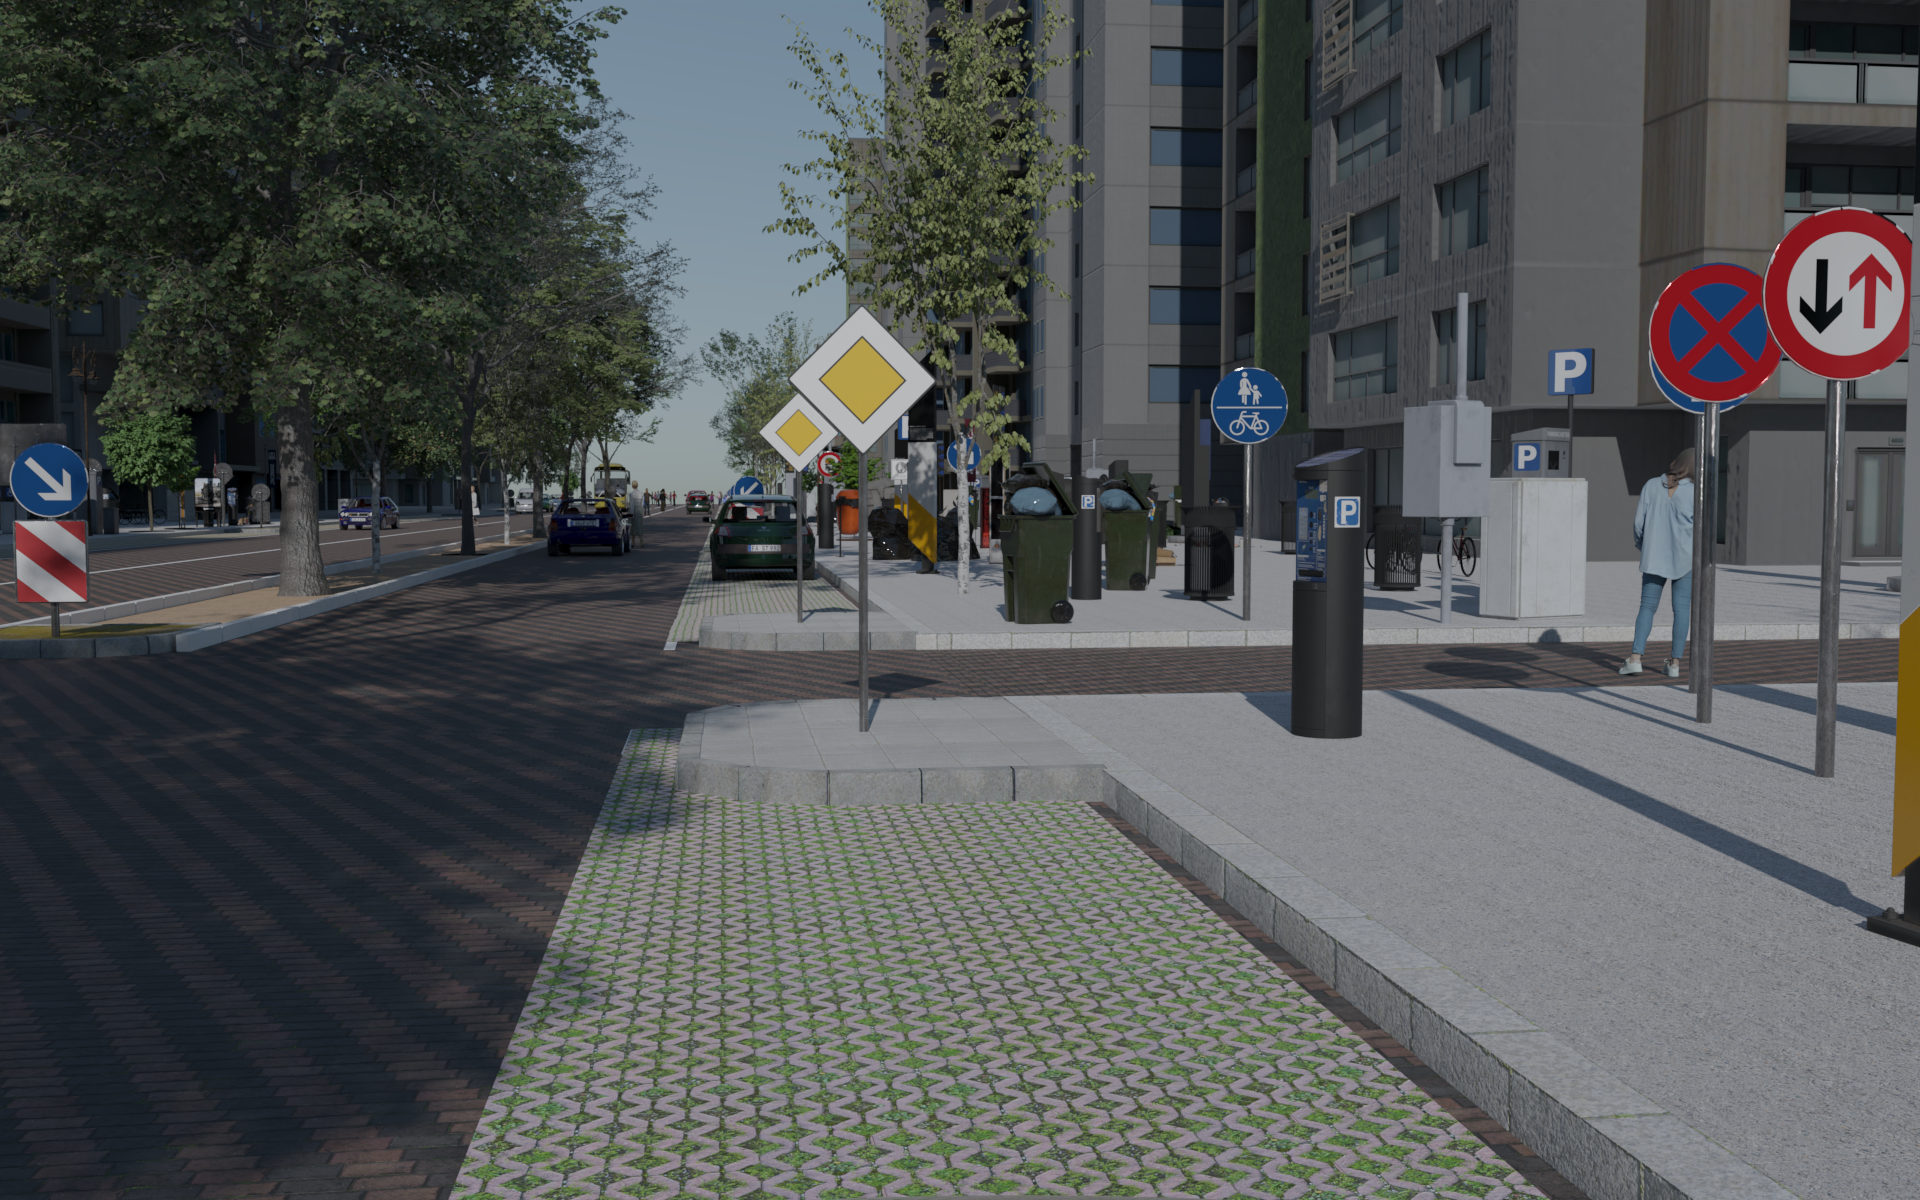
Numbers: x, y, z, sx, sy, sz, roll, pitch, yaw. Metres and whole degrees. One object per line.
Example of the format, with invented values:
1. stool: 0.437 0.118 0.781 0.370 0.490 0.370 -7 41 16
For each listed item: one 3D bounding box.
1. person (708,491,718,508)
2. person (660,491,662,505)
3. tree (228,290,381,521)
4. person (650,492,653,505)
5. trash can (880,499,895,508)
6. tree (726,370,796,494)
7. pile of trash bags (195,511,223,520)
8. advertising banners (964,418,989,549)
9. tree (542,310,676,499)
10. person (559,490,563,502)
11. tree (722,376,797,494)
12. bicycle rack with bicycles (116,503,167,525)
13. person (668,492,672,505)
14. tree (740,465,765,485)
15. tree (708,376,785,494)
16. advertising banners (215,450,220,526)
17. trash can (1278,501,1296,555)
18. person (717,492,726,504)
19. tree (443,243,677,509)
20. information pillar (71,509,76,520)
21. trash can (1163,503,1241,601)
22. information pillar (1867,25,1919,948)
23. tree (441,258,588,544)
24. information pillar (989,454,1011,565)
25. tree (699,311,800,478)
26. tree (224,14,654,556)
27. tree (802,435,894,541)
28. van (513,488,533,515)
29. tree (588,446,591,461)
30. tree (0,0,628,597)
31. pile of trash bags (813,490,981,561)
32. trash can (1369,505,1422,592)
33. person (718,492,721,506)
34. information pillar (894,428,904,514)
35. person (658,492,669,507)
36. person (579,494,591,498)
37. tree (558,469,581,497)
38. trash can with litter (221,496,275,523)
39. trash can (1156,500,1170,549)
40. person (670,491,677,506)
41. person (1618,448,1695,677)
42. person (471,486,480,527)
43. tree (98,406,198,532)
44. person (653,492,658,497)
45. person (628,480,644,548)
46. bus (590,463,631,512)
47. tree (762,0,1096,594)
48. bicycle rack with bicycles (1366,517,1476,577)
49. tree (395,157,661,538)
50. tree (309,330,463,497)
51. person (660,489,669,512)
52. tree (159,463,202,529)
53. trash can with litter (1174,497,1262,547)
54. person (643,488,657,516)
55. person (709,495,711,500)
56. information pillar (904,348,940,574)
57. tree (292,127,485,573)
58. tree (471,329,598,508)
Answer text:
1. person: -24.578 -9.969 172.171 1.217 1.739 0.721 2 4 25
2. person: -24.532 -8.180 142.924 0.721 1.739 1.217 0 4 2
3. tree: -30.811 -9.529 81.562 9.928 11.665 9.643 0 3 0
4. person: -40.605 -13.382 228.005 0.721 1.735 1.217 -1 4 -20
5. trash can: -2.191 -2.666 55.235 0.748 1.137 0.748 0 3 0
6. tree: -11.388 -9.593 107.207 4.360 8.622 3.978 0 3 0
7. pile of trash bags: -38.611 -4.722 86.955 3.447 1.369 1.912 2 4 30
8. advertising banners: 0.628 -2.729 40.812 0.090 3.025 2.074 2 4 31
9. tree: -17.575 -9.632 85.693 9.928 11.665 9.643 0 3 0
10. person: -35.293 -8.888 153.783 0.705 1.831 1.348 0 4 6
11. tree: -17.056 -13.988 154.454 9.928 11.665 9.643 0 3 0
12. bicycle rack with bicycles: -34.844 -3.619 72.555 2.925 0.926 2.852 -2 4 -26
13. person: -39.089 -13.729 233.648 1.217 1.739 0.721 2 4 32
14. tree: -22.820 -12.641 190.389 4.285 4.588 4.351 0 3 0
15. tree: -15.258 -12.344 136.233 8.767 10.594 7.601 -3 4 -36
16. advertising banners: -29.623 -4.456 69.049 0.090 3.025 2.074 -1 4 -20
17. trash can: 7.103 -1.528 36.643 0.748 1.137 0.748 0 3 0
18. person: -30.082 -12.765 217.925 1.217 1.735 0.721 0 4 -6
19. tree: -14.653 -7.759 63.725 8.767 10.594 7.601 0 4 -8
20. information pillar: -40.808 -4.611 79.877 0.304 2.012 0.304 -3 5 -42
21. trash can: 3.007 -0.564 20.881 0.748 1.137 0.748 0 3 0
22. information pillar: 2.816 -0.820 4.758 0.183 3.616 0.504 -1 4 -15
23. tree: -12.740 -5.849 48.447 4.360 8.622 3.978 0 3 0
24. information pillar: 0.725 -1.657 31.581 0.304 2.012 0.304 1 4 22
25. tree: -19.591 -19.700 177.991 12.611 20.169 13.585 0 3 0
26. tree: -11.477 -7.776 39.963 12.009 13.543 11.850 0 3 0
27. tree: -3.030 -3.245 47.663 1.663 3.219 1.824 0 3 0
28. van: -30.554 -7.070 122.598 2.013 2.044 4.112 -1 4 -10
29. tree: -50.700 -16.986 228.088 4.360 8.622 3.978 0 3 0
30. tree: -9.198 -7.016 23.830 9.857 13.997 8.962 0 3 0
31. pile of trash bags: -1.212 -1.510 34.442 3.447 1.369 1.912 3 5 40
32. trash can: 5.801 -0.691 22.951 0.748 1.137 0.748 0 3 0
33. person: -29.595 -12.477 213.430 0.436 1.711 0.756 -1 4 -16
34. information pillar: -1.739 -3.749 52.645 0.504 3.616 0.183 0 4 5
35. person: -31.637 -10.809 185.172 1.348 1.831 0.705 1 4 21
36. person: -32.041 -8.482 148.009 1.217 1.723 0.721 -1 4 -22
37. tree: -48.691 -14.184 215.625 4.285 4.588 4.351 0 3 0
38. trash can with litter: -32.034 -4.072 77.642 2.233 1.210 1.678 1 4 18
39. trash can: 4.412 -1.704 39.514 0.748 1.137 0.748 0 3 0
40. person: -33.546 -11.906 203.104 0.705 1.831 1.348 2 4 24
41. person: 5.555 -0.297 13.623 0.793 1.790 0.793 0 4 -4
42. person: -21.134 -4.064 75.299 0.624 1.780 0.694 -2 4 -35
43. tree: -27.582 -4.608 59.055 4.285 4.588 4.351 0 3 0
44. person: -41.177 -13.839 235.499 1.217 1.736 0.721 -2 4 -25
45. person: -8.621 -2.294 46.241 0.478 1.798 0.641 -2 4 -31
46. bus: -27.894 -9.023 139.077 2.896 3.916 12.252 -1 4 -9
47. tree: -0.123 -4.373 21.853 4.737 8.622 4.395 0 3 0
48. bicycle rack with bicycles: 6.818 -0.890 27.933 2.852 0.926 2.925 0 4 1
49. tree: -13.553 -8.261 55.646 7.486 12.596 7.792 0 3 0
50. tree: -33.048 -11.137 99.094 9.611 12.733 9.660 0 3 0
51. person: -23.278 -7.821 135.997 0.705 1.869 1.348 -3 5 -40
52. tree: -28.387 -4.190 63.115 1.663 3.219 1.824 0 3 0
53. trash can with litter: 6.172 -1.907 42.237 1.678 1.210 2.233 -2 4 -34
54. person: -20.387 -6.381 112.845 1.348 1.821 0.705 -2 4 -32
55. person: -26.801 -10.655 185.940 0.599 1.433 0.991 2 4 29
56. information pillar: -0.590 -2.228 27.776 0.504 3.616 0.183 2 4 25
57. tree: -10.609 -4.797 31.252 4.737 8.622 4.395 0 3 0
58. tree: -41.811 -18.542 159.057 12.611 20.169 13.585 0 3 0
